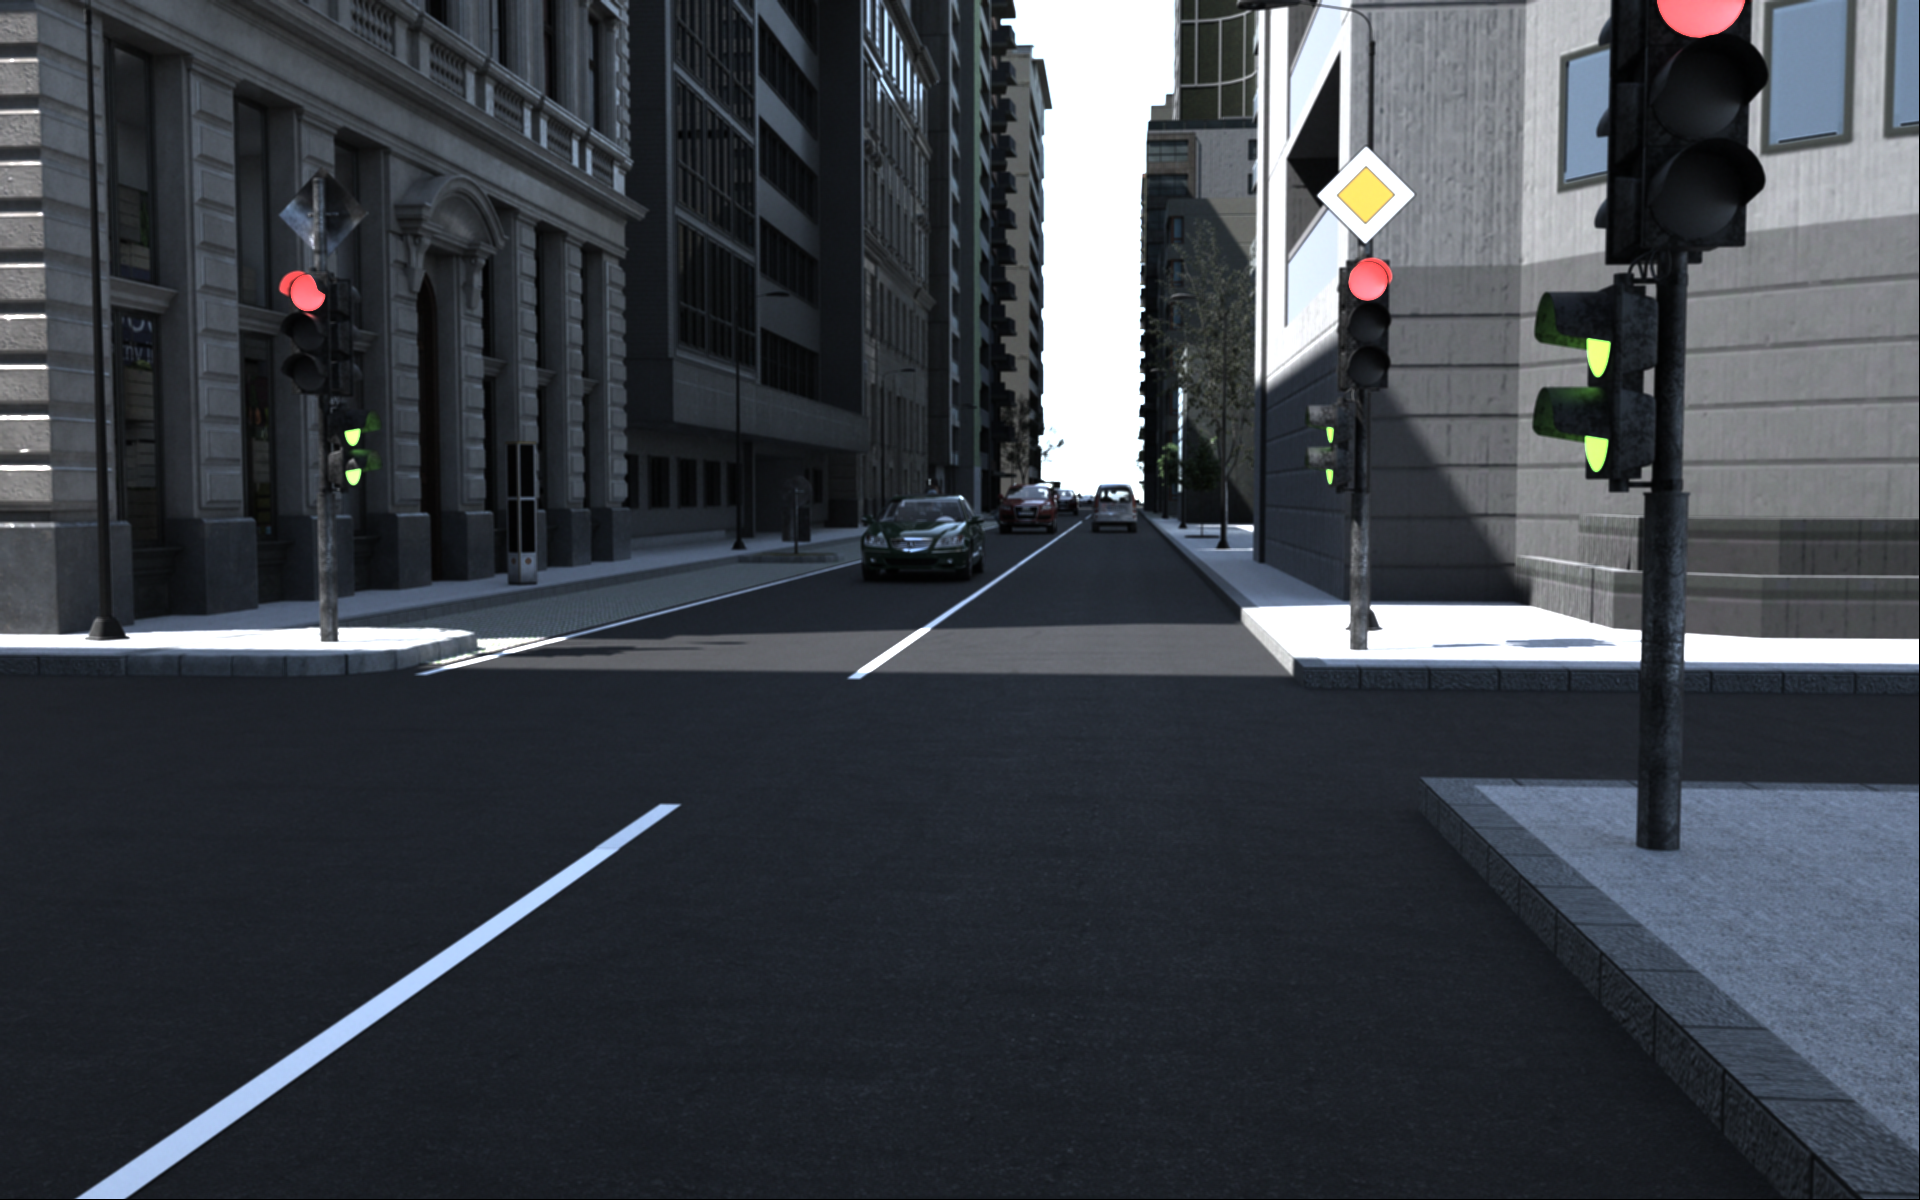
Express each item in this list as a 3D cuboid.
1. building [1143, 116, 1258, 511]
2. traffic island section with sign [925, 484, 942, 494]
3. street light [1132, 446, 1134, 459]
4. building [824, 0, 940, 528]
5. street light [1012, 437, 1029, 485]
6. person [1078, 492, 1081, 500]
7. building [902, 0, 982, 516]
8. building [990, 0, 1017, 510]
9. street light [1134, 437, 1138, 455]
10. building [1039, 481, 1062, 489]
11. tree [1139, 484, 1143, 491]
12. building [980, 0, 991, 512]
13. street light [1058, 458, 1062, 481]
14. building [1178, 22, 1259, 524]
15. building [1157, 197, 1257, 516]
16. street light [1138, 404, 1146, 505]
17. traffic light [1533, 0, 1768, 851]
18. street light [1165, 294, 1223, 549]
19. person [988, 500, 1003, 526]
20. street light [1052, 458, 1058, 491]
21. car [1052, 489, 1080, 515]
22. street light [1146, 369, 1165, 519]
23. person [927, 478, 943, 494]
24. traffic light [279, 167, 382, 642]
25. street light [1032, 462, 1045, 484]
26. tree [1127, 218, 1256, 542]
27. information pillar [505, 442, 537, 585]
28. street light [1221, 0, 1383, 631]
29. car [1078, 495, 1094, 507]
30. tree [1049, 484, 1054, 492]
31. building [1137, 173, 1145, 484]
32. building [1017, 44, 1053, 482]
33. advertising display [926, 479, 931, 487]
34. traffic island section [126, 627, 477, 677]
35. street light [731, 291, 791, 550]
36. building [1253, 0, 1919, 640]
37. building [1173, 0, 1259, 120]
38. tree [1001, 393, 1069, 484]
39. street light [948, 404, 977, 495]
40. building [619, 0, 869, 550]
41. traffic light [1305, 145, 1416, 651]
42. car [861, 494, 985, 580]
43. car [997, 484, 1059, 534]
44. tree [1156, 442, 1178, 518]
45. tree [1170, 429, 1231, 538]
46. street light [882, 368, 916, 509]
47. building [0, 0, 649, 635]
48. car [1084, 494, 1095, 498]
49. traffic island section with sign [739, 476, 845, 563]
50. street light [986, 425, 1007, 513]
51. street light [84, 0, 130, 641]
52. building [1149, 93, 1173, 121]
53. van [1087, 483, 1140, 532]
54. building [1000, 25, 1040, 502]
[{"bbox_3d":[21.585,-22.315,136.558,14.160,30.474,14.107,0,4,5],"label":"building"},{"bbox_3d":[-0.955,-3.375,63.804,1.989,1.847,2.006,0,4,5],"label":"traffic island section with sign"},{"bbox_3d":[14.994,-10.310,141.113,1.470,5.913,1.316,0,4,5],"label":"street light"},{"bbox_3d":[-8.349,-17.128,77.300,12.463,27.353,25.104,0,4,5],"label":"building"},{"bbox_3d":[4.788,-10.285,140.698,1.470,5.913,1.316,0,4,5],"label":"street light"},{"bbox_3d":[17.047,-14.528,246.697,0.551,1.740,0.621,-3,5,-42],"label":"person"},{"bbox_3d":[-6.346,-25.293,97.128,14.154,41.232,14.086,0,4,5],"label":"building"},{"bbox_3d":[-6.856,-29.732,140.746,22.147,44.769,28.867,0,4,5],"label":"building"},{"bbox_3d":[12.655,-8.814,116.650,1.470,5.913,1.316,0,4,5],"label":"street light"},{"bbox_3d":[-2.393,-33.264,235.740,32.217,40.220,23.993,0,4,5],"label":"building"},{"bbox_3d":[19.147,-11.103,176.138,1.663,3.219,1.824,0,3,0],"label":"tree"},{"bbox_3d":[-9.374,-30.075,115.424,21.300,48.544,21.600,0,4,5],"label":"building"},{"bbox_3d":[12.381,-15.283,222.418,1.470,5.913,1.316,0,4,5],"label":"street light"},{"bbox_3d":[20.452,-46.118,66.693,22.319,86.520,31.000,0,4,5],"label":"building"},{"bbox_3d":[27.246,-16.496,114.750,27.650,21.520,28.899,0,4,5],"label":"building"},{"bbox_3d":[10.311,-7.293,91.784,1.470,5.913,1.316,0,4,5],"label":"street light"},{"bbox_3d":[2.520,-1.056,6.186,0.839,4.253,0.868,0,4,5],"label":"traffic light"},{"bbox_3d":[5.604,-4.145,40.320,1.470,5.913,1.316,0,4,5],"label":"street light"},{"bbox_3d":[1.761,-3.949,78.559,1.012,1.151,0.738,-2,4,-27],"label":"person"},{"bbox_3d":[10.191,-13.810,198.329,1.470,5.913,1.316,0,4,5],"label":"street light"},{"bbox_3d":[7.100,-6.752,119.070,2.281,1.827,5.304,0,4,4],"label":"car"},{"bbox_3d":[7.770,-5.619,64.411,1.470,5.913,1.316,0,4,5],"label":"street light"},{"bbox_3d":[-0.543,-1.936,40.240,0.616,1.811,0.778,-3,4,-38],"label":"person"},{"bbox_3d":[-5.464,-1.591,14.930,0.839,4.253,0.868,0,4,5],"label":"traffic light"},{"bbox_3d":[7.872,-12.329,174.123,1.470,5.913,1.316,0,4,5],"label":"street light"},{"bbox_3d":[6.959,-5.840,45.851,4.360,8.622,3.978,0,3,0],"label":"tree"},{"bbox_3d":[-6.195,-1.222,24.475,0.304,2.012,0.304,3,5,41],"label":"information pillar"},{"bbox_3d":[3.277,-2.673,16.243,1.470,5.913,1.316,0,4,5],"label":"street light"},{"bbox_3d":[14.294,-11.204,195.548,2.083,1.381,4.827,0,4,5],"label":"car"},{"bbox_3d":[13.608,-15.582,249.369,1.663,3.219,1.824,0,3,0],"label":"tree"},{"bbox_3d":[34.920,-35.245,230.882,22.147,44.769,28.867,0,4,5],"label":"building"},{"bbox_3d":[-3.635,-37.947,209.666,28.713,52.752,27.495,0,4,5],"label":"building"},{"bbox_3d":[-1.374,-4.333,76.065,0.123,1.923,0.974,0,4,4],"label":"advertising display"},{"bbox_3d":[-5.503,0.441,15.069,2.009,0.180,2.903,0,4,5],"label":"traffic island section"},{"bbox_3d":[-4.572,-4.116,39.833,1.470,5.913,1.316,0,4,5],"label":"street light"},{"bbox_3d":[18.951,-29.366,22.138,28.212,58.520,21.231,0,4,5],"label":"building"},{"bbox_3d":[27.061,-43.667,152.208,20.563,71.187,20.611,0,4,5],"label":"building"},{"bbox_3d":[5.990,-13.736,158.989,8.767,10.594,7.601,1,4,9],"label":"tree"},{"bbox_3d":[0.222,-7.278,91.540,1.470,5.913,1.316,0,4,5],"label":"street light"},{"bbox_3d":[-11.783,-14.127,50.051,14.314,24.678,30.058,0,4,5],"label":"building"},{"bbox_3d":[3.261,-1.542,14.136,0.839,4.253,0.868,0,4,5],"label":"traffic light"},{"bbox_3d":[-0.586,-1.132,30.303,2.131,1.459,4.920,0,4,5],"label":"car"},{"bbox_3d":[2.567,-3.405,64.347,2.281,1.827,5.304,0,4,5],"label":"car"},{"bbox_3d":[12.398,-6.820,95.214,4.285,4.588,4.351,0,3,0],"label":"tree"},{"bbox_3d":[7.149,-3.459,51.161,1.663,3.219,1.824,0,3,0],"label":"tree"},{"bbox_3d":[-2.317,-5.604,64.164,1.470,5.913,1.316,0,4,5],"label":"street light"},{"bbox_3d":[-12.099,-11.974,24.652,11.050,23.489,19.941,0,4,5],"label":"building"},{"bbox_3d":[16.702,-13.000,224.349,2.131,1.459,4.920,0,4,5],"label":"car"},{"bbox_3d":[-3.496,-1.711,36.598,1.989,1.847,2.006,0,4,5],"label":"traffic island section with sign"},{"bbox_3d":[2.472,-8.812,116.621,1.470,5.913,1.316,0,4,5],"label":"street light"},{"bbox_3d":[-6.997,-2.601,15.065,1.470,5.913,1.316,0,4,5],"label":"street light"},{"bbox_3d":[33.019,-35.593,205.647,21.300,48.544,21.600,0,4,5],"label":"building"},{"bbox_3d":[5.878,-3.618,66.160,2.013,2.044,4.112,0,4,3],"label":"van"},{"bbox_3d":[-2.694,-34.313,184.719,21.300,48.544,21.600,0,4,5],"label":"building"}]
